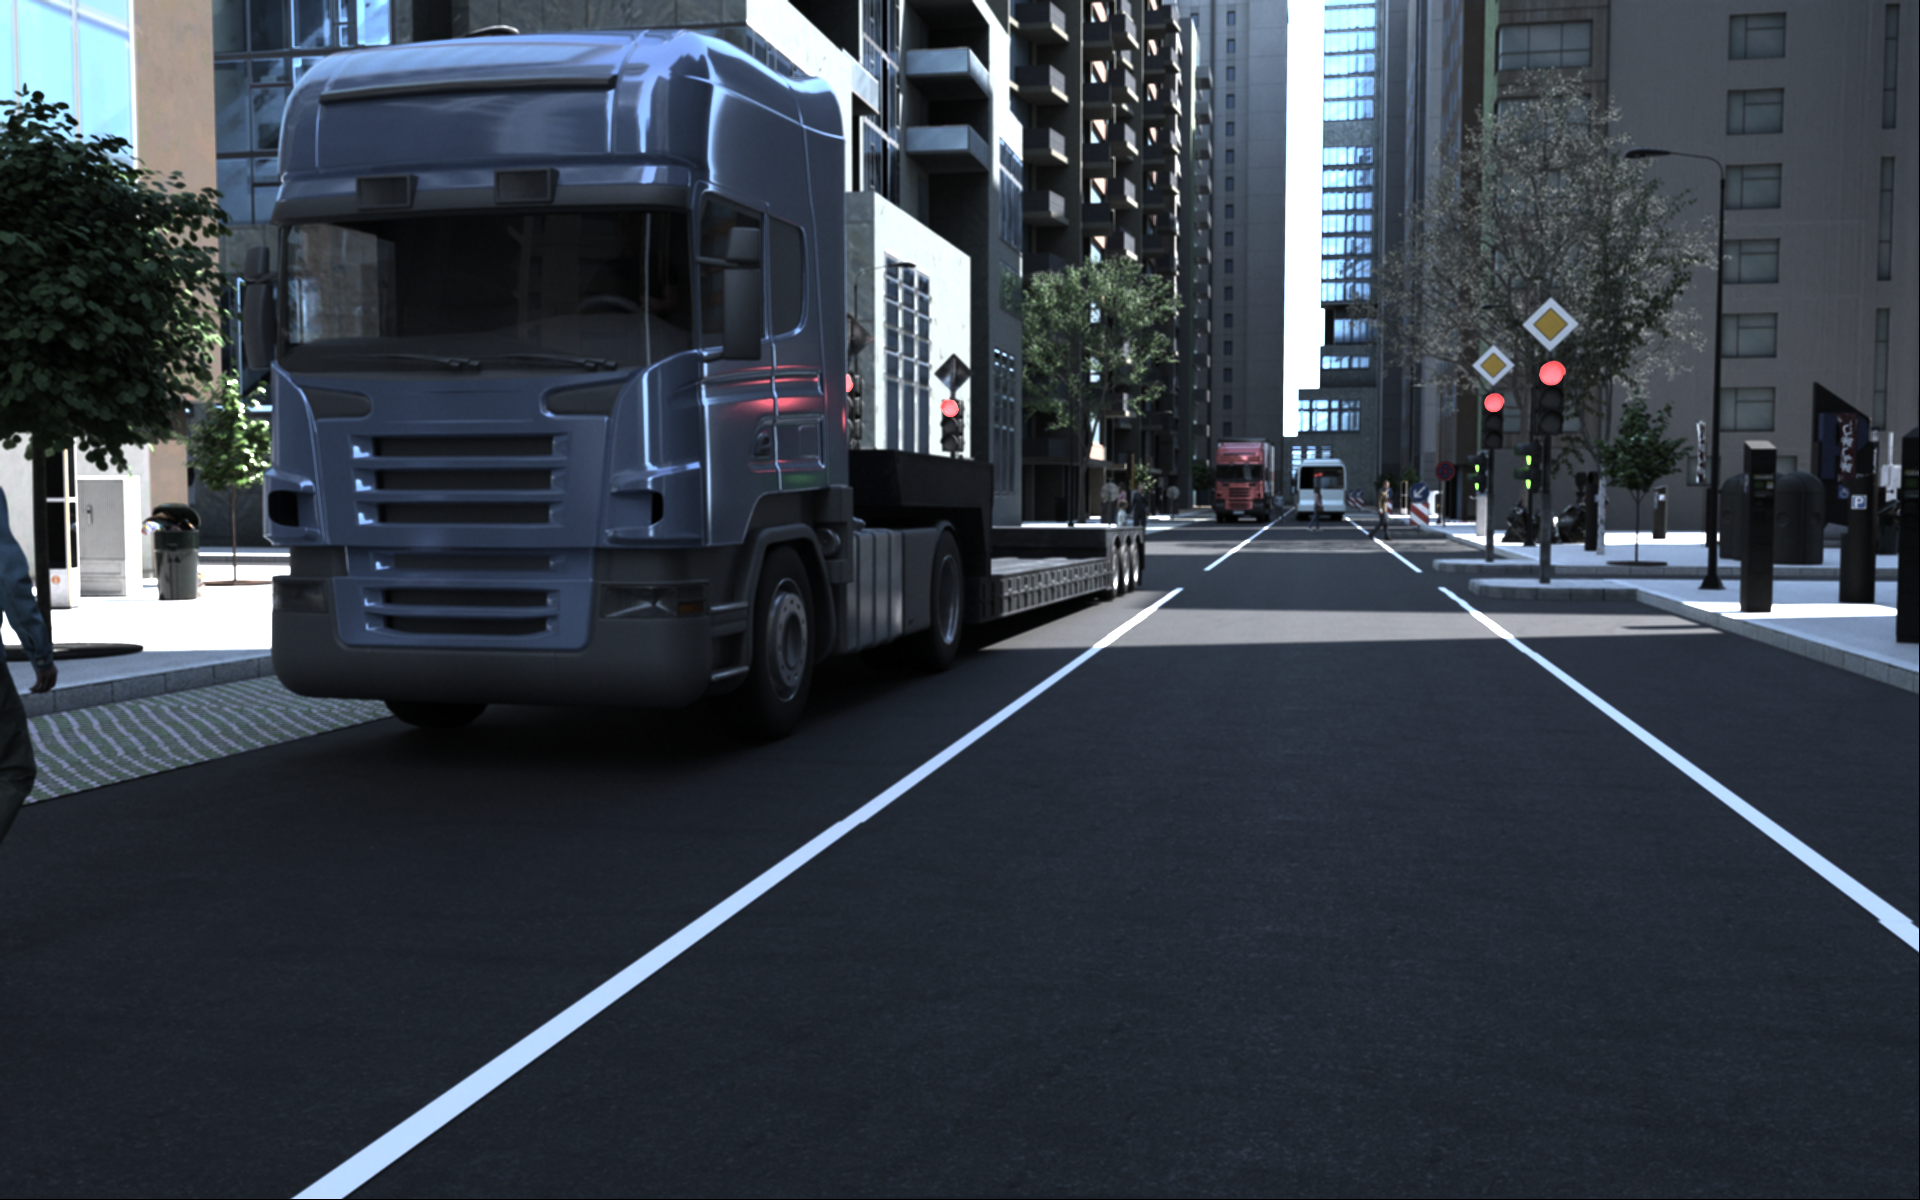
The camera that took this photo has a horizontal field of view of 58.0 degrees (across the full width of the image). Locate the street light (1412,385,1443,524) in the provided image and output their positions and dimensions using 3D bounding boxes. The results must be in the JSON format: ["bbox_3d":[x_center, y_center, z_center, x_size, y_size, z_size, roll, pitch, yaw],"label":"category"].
[{"bbox_3d":[19.968,-6.202,73.942,1.470,5.913,1.316,1,4,12],"label":"street light"}]

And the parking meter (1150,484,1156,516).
[{"bbox_3d":[11.175,-5.811,100.718,0.399,1.863,0.255,-3,5,-43],"label":"parking meter"}]

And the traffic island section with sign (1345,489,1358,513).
[{"bbox_3d":[30.411,-7.573,132.451,1.989,1.847,2.006,1,4,12],"label":"traffic island section with sign"}]

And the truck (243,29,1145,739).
[{"bbox_3d":[-0.547,-1.675,17.144,2.967,4.110,18.799,1,4,13],"label":"truck"}]

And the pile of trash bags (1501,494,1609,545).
[{"bbox_3d":[15.554,-2.138,44.707,1.912,1.369,3.447,-1,4,-16],"label":"pile of trash bags"}]

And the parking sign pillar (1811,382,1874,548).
[{"bbox_3d":[21.168,-3.247,41.560,1.447,3.967,1.447,0,4,3],"label":"parking sign pillar"}]

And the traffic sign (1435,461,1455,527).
[{"bbox_3d":[18.807,-4.104,67.204,0.768,2.556,0.104,1,4,13],"label":"traffic sign"}]

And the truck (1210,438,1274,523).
[{"bbox_3d":[14.687,-6.141,89.323,2.839,4.237,11.283,1,4,12],"label":"truck"}]

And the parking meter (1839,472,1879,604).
[{"bbox_3d":[10.597,-0.735,20.424,0.372,1.533,0.369,0,3,0],"label":"parking meter"}]

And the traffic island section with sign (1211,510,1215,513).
[{"bbox_3d":[20.548,-7.694,134.423,1.989,1.847,2.006,1,4,12],"label":"traffic island section with sign"}]

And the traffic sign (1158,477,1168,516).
[{"bbox_3d":[12.073,-6.187,103.286,0.606,2.300,0.079,1,4,16],"label":"traffic sign"}]

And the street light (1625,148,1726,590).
[{"bbox_3d":[9.626,-3.106,23.324,1.470,5.913,1.316,1,4,12],"label":"street light"}]

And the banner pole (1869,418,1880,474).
[{"bbox_3d":[29.873,-4.084,56.786,0.401,3.779,0.863,0,4,-2],"label":"banner pole"}]

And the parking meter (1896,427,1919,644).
[{"bbox_3d":[8.288,-0.564,14.939,0.255,1.863,0.399,3,5,44],"label":"parking meter"}]

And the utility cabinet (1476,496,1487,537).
[{"bbox_3d":[15.665,-2.502,52.066,0.306,1.237,1.020,1,4,18],"label":"utility cabinet"}]

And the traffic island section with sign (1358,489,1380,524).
[{"bbox_3d":[20.587,-4.631,84.350,1.989,1.847,2.006,1,4,12],"label":"traffic island section with sign"}]

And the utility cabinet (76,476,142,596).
[{"bbox_3d":[-10.884,-0.796,21.687,1.173,1.500,0.318,1,4,11],"label":"utility cabinet"}]

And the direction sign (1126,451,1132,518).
[{"bbox_3d":[8.878,-6.062,91.117,0.379,3.537,0.876,-1,4,-11],"label":"direction sign"}]

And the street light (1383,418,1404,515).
[{"bbox_3d":[26.457,-8.142,105.667,1.470,5.913,1.316,1,4,12],"label":"street light"}]

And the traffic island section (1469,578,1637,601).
[{"bbox_3d":[8.422,-0.159,24.882,2.009,0.180,2.903,1,4,12],"label":"traffic island section"}]

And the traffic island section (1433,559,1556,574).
[{"bbox_3d":[10.021,-0.638,32.706,2.009,0.180,2.903,1,4,12],"label":"traffic island section"}]

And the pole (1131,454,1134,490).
[{"bbox_3d":[8.736,-5.732,87.566,0.158,3.312,0.155,0,3,0],"label":"pole"}]

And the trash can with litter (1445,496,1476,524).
[{"bbox_3d":[22.102,-3.970,75.963,2.233,1.210,1.678,1,4,20],"label":"trash can with litter"}]

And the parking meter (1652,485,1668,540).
[{"bbox_3d":[19.808,-2.484,49.020,0.372,1.533,0.369,0,3,0],"label":"parking meter"}]

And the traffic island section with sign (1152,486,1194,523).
[{"bbox_3d":[10.563,-4.707,85.589,1.989,1.847,2.006,1,4,12],"label":"traffic island section with sign"}]

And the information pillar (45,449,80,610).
[{"bbox_3d":[-9.997,-0.900,19.209,0.304,2.012,0.304,-1,4,-8],"label":"information pillar"}]

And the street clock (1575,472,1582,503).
[{"bbox_3d":[20.642,-3.244,57.603,0.358,2.002,0.471,0,4,-2],"label":"street clock"}]

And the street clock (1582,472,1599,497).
[{"bbox_3d":[20.461,-3.143,55.965,0.358,2.002,0.471,0,4,-3],"label":"street clock"}]

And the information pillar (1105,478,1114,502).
[{"bbox_3d":[6.956,-4.654,80.587,0.304,2.012,0.304,3,4,36],"label":"information pillar"}]

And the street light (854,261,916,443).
[{"bbox_3d":[-1.564,-3.809,34.824,1.470,5.913,1.316,1,4,12],"label":"street light"}]

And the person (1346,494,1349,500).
[{"bbox_3d":[33.409,-8.707,150.861,1.348,1.823,0.705,-2,4,-34],"label":"person"}]

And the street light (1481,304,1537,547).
[{"bbox_3d":[13.438,-4.273,42.406,1.470,5.913,1.316,1,4,12],"label":"street light"}]

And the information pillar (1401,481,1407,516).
[{"bbox_3d":[25.854,-5.892,100.833,0.304,2.012,0.304,2,4,25],"label":"information pillar"}]

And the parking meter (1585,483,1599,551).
[{"bbox_3d":[14.339,-1.881,39.164,0.372,1.533,0.369,0,3,0],"label":"parking meter"}]

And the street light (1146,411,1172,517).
[{"bbox_3d":[11.214,-7.647,97.569,1.470,5.913,1.316,1,4,12],"label":"street light"}]

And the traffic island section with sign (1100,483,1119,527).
[{"bbox_3d":[5.102,-3.070,58.823,1.989,1.847,2.006,1,4,12],"label":"traffic island section with sign"}]

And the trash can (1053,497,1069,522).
[{"bbox_3d":[4.632,-4.134,79.251,0.748,1.137,0.748,0,3,0],"label":"trash can"}]

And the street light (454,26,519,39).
[{"bbox_3d":[-5.059,-2.748,17.465,1.470,5.913,1.316,1,4,12],"label":"street light"}]

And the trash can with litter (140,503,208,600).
[{"bbox_3d":[-9.578,-0.598,21.166,0.624,1.170,1.055,-1,4,-15],"label":"trash can with litter"}]

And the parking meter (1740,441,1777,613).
[{"bbox_3d":[8.661,-0.800,18.794,0.255,1.863,0.399,1,4,11],"label":"parking meter"}]

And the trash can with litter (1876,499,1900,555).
[{"bbox_3d":[19.338,-1.542,36.604,1.055,1.170,0.624,0,4,7],"label":"trash can with litter"}]

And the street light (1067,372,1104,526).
[{"bbox_3d":[4.780,-5.724,66.121,1.470,5.913,1.316,1,4,12],"label":"street light"}]

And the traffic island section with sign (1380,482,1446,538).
[{"bbox_3d":[15.195,-3.013,57.883,1.989,1.847,2.006,1,4,12],"label":"traffic island section with sign"}]

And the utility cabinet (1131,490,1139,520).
[{"bbox_3d":[8.769,-4.753,86.389,0.318,1.500,1.173,1,4,17],"label":"utility cabinet"}]
